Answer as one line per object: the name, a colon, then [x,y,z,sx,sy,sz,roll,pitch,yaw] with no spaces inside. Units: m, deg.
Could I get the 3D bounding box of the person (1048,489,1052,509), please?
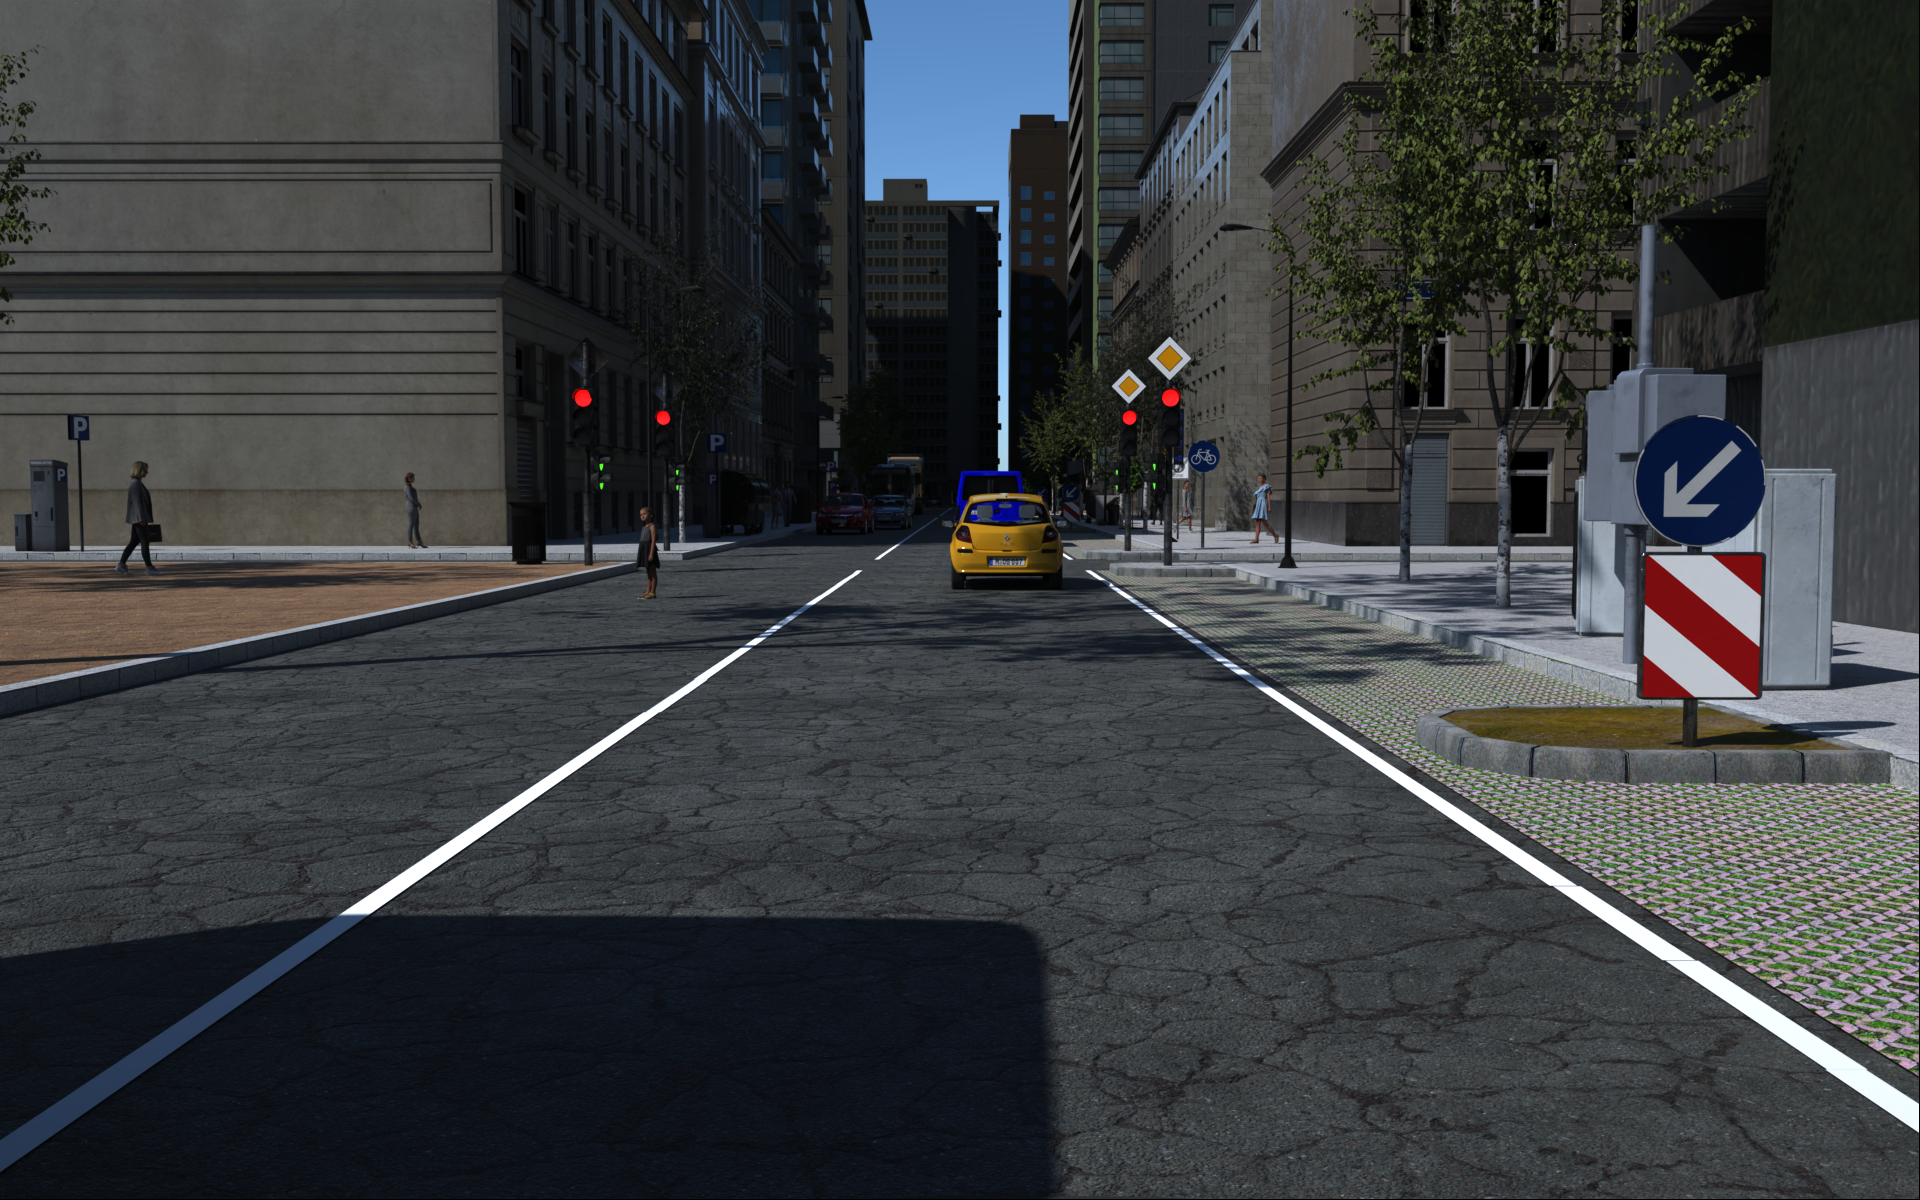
person: [7.885,-8.798,150.608,1.217,1.735,0.721,0,4,7]

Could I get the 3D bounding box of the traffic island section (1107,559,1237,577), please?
traffic island section: [3.748,-0.537,31.054,2.009,0.180,2.903,0,4,0]

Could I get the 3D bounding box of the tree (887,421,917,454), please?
tree: [-6.373,-13.818,176.290,4.360,8.622,3.978,0,3,0]

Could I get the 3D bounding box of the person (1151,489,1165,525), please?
person: [8.212,-4.047,71.988,0.659,1.850,0.755,-1,4,-17]

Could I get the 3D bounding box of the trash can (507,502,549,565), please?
trash can: [-7.881,-1.223,31.652,0.748,1.137,0.748,0,3,0]

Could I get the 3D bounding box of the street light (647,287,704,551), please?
street light: [-6.431,-4.059,38.911,1.470,5.913,1.316,0,4,0]

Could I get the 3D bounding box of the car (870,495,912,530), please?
car: [-2.947,-3.626,71.291,2.014,1.417,4.499,0,4,2]

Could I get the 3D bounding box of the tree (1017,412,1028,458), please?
tree: [6.308,-10.430,120.896,4.737,8.622,4.395,0,3,0]

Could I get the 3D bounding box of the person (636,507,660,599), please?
person: [-4.273,-0.642,23.674,0.373,1.253,0.362,-2,4,-33]

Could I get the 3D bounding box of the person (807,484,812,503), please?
person: [-8.092,-5.205,91.413,0.573,1.790,0.520,0,4,7]

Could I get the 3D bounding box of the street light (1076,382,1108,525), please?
street light: [5.494,-6.070,71.786,1.470,5.913,1.316,0,4,0]

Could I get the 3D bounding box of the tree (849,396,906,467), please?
tree: [-6.252,-11.033,130.753,4.737,8.622,4.395,0,3,0]

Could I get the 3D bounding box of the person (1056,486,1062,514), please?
person: [6.482,-6.449,111.662,0.661,1.801,0.590,-3,5,-43]

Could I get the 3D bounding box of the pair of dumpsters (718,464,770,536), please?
pair of dumpsters: [-6.999,-3.196,54.748,1.574,2.255,4.437,0,4,1]

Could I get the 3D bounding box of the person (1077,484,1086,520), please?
person: [5.901,-4.854,85.763,0.624,1.780,0.694,2,4,24]

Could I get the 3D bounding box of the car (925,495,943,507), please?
car: [-2.833,-10.752,188.368,1.945,1.354,3.894,0,4,0]

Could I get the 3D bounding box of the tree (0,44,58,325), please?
tree: [-13.997,-4.389,22.127,4.737,8.622,4.395,0,3,0]

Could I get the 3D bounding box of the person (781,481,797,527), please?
person: [-6.740,-3.752,67.656,0.678,1.792,0.850,-1,4,-11]

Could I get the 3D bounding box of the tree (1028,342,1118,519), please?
tree: [6.138,-8.117,83.074,4.737,8.622,4.395,0,3,0]

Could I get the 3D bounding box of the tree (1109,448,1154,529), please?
tree: [6.199,-4.216,63.532,1.663,3.219,1.824,0,3,0]

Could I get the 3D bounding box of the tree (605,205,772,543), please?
tree: [-7.063,-5.806,45.291,4.360,8.622,3.978,0,3,0]

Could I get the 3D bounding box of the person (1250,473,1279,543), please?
person: [7.837,-2.362,44.761,0.778,1.811,0.616,-1,4,-14]

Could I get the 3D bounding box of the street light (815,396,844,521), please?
street light: [-6.211,-6.708,82.210,1.470,5.913,1.316,0,4,0]

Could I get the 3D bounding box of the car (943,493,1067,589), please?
car: [0.720,-1.054,27.456,2.015,1.641,3.980,0,4,1]

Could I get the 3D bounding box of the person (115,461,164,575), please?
person: [-12.976,-1.293,27.374,0.728,1.800,0.709,-1,4,-16]

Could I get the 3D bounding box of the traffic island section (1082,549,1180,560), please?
traffic island section: [3.803,-1.025,39.039,2.009,0.180,2.903,0,4,0]

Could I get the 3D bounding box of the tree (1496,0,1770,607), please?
tree: [6.250,-4.211,19.212,4.737,8.622,4.395,0,3,0]

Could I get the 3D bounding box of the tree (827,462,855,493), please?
tree: [-7.133,-6.681,103.842,1.663,3.219,1.824,0,3,0]

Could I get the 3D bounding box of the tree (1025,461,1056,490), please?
tree: [7.612,-10.953,162.799,4.285,4.588,4.351,0,3,0]

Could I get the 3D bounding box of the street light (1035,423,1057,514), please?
street light: [5.649,-8.655,114.052,1.470,5.913,1.316,0,4,0]

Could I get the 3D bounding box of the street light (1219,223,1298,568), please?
street light: [5.148,-3.507,29.883,1.470,5.913,1.316,0,4,0]

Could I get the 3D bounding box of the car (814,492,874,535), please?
car: [-4.134,-3.272,62.545,2.155,1.783,4.494,0,4,2]

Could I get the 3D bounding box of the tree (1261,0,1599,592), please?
tree: [6.591,-4.605,25.657,4.737,8.622,4.395,0,3,0]

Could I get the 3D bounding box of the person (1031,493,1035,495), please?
person: [7.748,-10.781,183.117,0.445,1.727,0.742,1,4,19]

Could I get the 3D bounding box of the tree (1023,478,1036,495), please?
tree: [7.453,-11.215,177.959,1.663,3.219,1.824,0,3,0]

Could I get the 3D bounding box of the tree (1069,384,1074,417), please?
tree: [6.298,-7.176,67.694,4.360,8.622,3.978,0,3,0]

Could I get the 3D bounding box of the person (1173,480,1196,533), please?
person: [7.368,-3.050,56.662,0.760,1.731,0.466,-1,4,-19]

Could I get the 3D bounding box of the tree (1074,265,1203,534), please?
tree: [5.999,-6.481,56.325,4.360,8.622,3.978,0,3,0]

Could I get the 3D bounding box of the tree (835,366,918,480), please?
tree: [-7.346,-14.371,153.085,7.486,12.596,7.792,0,3,0]

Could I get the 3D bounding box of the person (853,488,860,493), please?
person: [-7.758,-7.475,129.067,0.445,1.727,0.742,2,4,31]

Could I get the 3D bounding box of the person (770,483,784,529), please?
person: [-6.706,-3.434,63.198,0.512,1.701,0.522,1,4,14]

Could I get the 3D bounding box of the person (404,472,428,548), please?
person: [-12.829,-2.114,40.884,0.573,1.790,0.520,-2,4,-29]
